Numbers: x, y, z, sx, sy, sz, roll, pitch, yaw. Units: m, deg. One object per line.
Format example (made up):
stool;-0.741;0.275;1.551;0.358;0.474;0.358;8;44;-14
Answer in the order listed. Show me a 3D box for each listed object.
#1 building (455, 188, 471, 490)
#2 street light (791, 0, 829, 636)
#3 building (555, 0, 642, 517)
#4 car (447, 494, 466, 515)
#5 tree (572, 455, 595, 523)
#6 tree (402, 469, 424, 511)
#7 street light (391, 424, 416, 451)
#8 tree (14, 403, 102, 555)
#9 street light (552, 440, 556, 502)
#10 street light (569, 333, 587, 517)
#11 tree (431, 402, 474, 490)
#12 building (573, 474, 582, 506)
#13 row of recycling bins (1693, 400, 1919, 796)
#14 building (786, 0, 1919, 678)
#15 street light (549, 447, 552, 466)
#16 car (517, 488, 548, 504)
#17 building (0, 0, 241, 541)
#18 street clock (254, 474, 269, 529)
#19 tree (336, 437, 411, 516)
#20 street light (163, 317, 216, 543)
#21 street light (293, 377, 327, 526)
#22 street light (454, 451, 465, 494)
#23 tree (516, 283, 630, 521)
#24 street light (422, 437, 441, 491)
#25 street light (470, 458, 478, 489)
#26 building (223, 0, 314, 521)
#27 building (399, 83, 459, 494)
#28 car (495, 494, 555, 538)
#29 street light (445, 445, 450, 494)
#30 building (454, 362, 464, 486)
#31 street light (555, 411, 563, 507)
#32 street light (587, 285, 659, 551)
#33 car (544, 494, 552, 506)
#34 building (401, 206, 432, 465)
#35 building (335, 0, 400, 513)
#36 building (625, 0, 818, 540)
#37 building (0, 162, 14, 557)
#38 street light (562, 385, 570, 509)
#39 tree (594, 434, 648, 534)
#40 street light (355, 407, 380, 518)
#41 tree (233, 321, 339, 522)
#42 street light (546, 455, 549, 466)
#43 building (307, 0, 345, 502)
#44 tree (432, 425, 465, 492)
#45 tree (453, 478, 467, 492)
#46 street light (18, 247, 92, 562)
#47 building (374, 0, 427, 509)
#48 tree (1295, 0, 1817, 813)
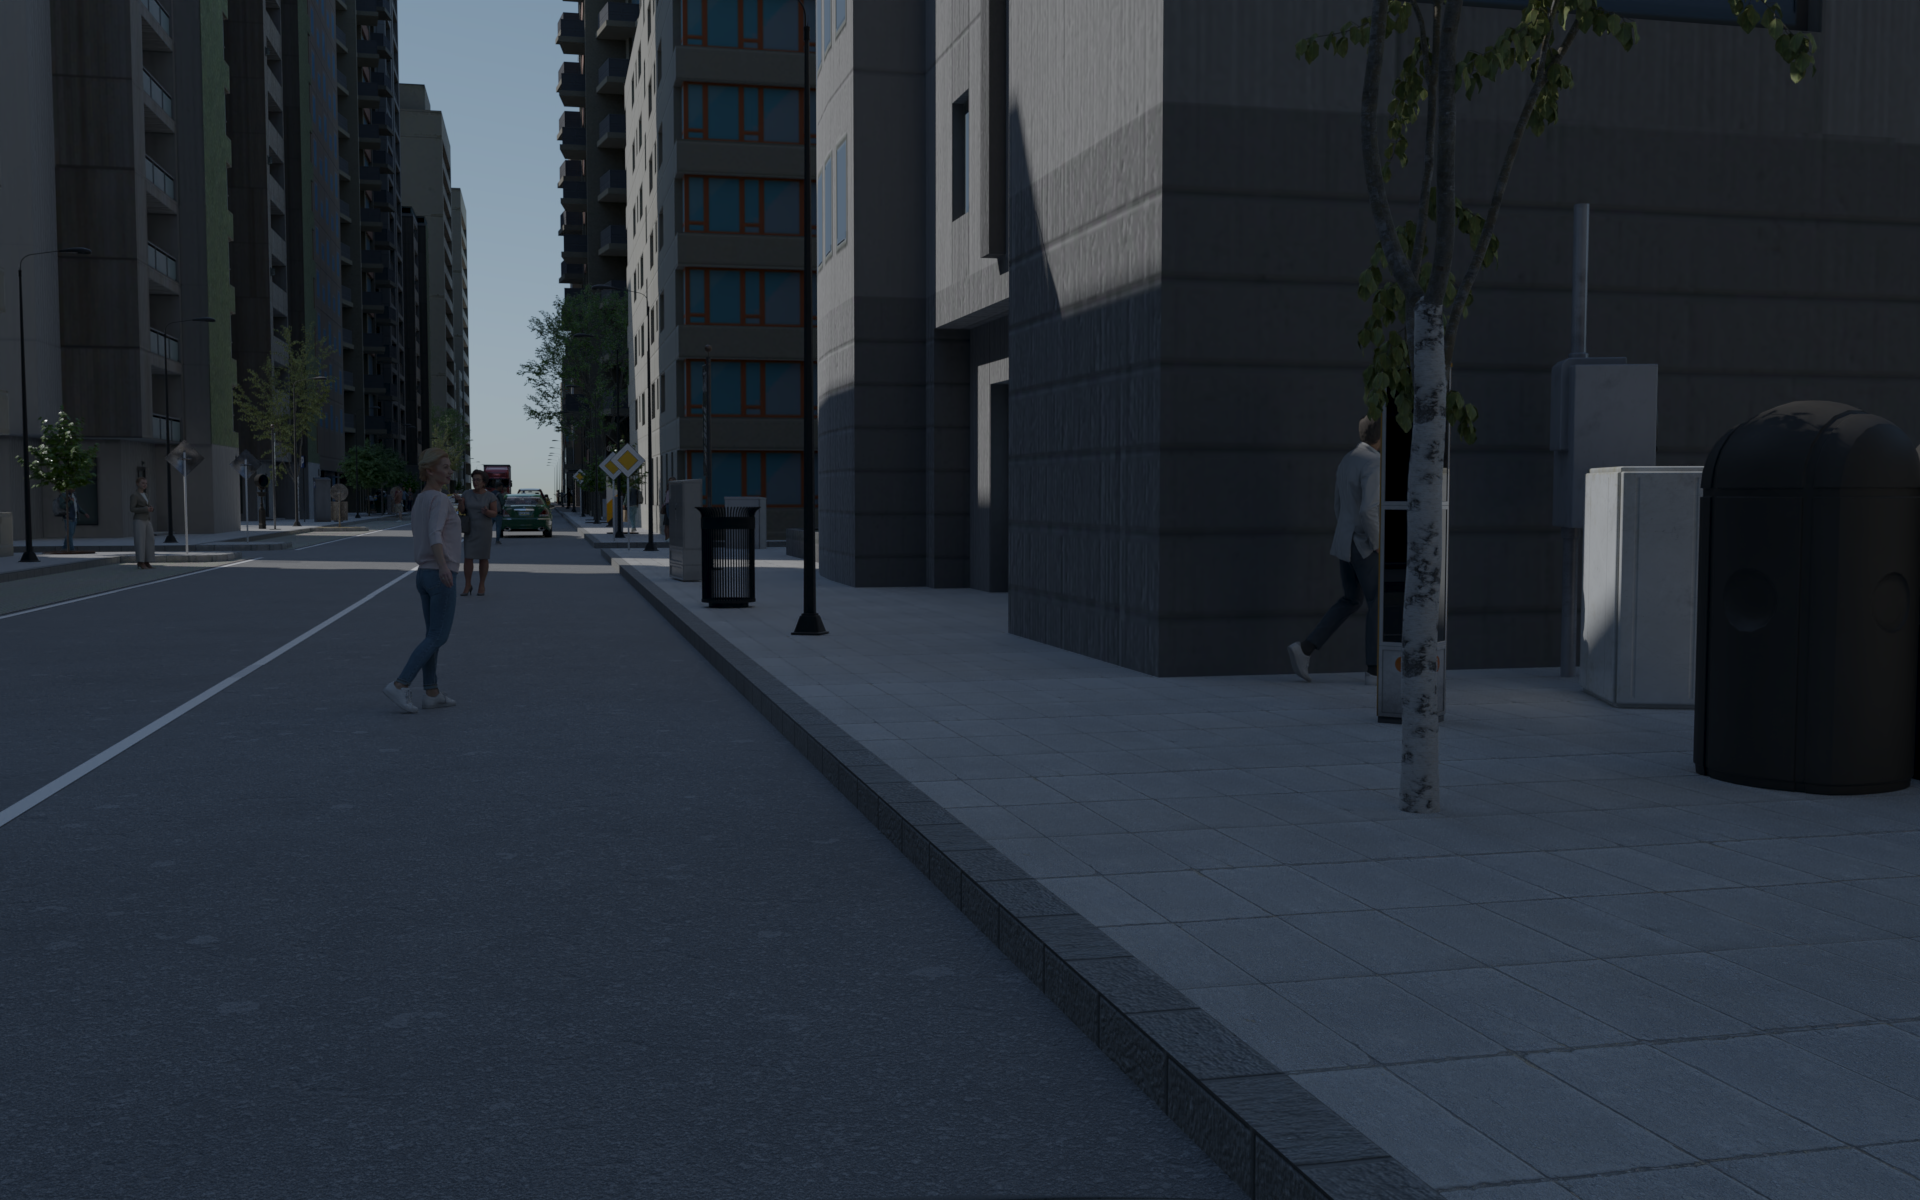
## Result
building;-84.275;-38.713;256.656;21.300;48.544;21.600;-1;4;-14
street light;-1.900;-2.631;15.550;1.470;5.913;1.316;-1;4;-14
building;-13.539;-27.685;107.276;22.147;44.769;28.867;-1;4;-14
car;-22.093;-4.050;76.441;2.015;1.641;3.980;-1;4;-14
tree;-16.027;-5.006;76.447;1.663;3.219;1.824;0;3;0
tree;-41.903;-8.403;131.993;1.663;3.219;1.824;0;3;0
street light;-38.053;-8.951;118.893;1.470;5.913;1.316;-1;4;-14
tree;-19.244;-2.593;37.001;1.663;3.219;1.824;0;3;0
street light;-28.660;-9.369;125.732;1.470;5.913;1.316;-1;4;-14
street light;-10.482;-4.758;50.342;1.470;5.913;1.316;-1;4;-14
tree;-57.810;-16.316;192.522;9.928;11.665;9.643;0;3;0
building;-31.022;-45.632;184.328;20.563;71.187;20.611;-1;4;-14
row of recycling bins;5.141;-0.045;7.844;3.534;1.692;1.069;0;4;-6
building;8.284;-29.624;26.360;21.231;58.520;28.212;-1;4;-14
street light;-34.260;-10.766;148.573;1.470;5.913;1.316;-1;4;-14
car;-27.761;-6.315;111.916;2.281;1.827;5.304;-1;4;-13
building;-30.455;-22.487;51.257;14.154;41.232;14.086;-1;4;-14
street clock;-25.580;-3.601;63.451;0.358;2.002;0.471;2;4;26
tree;-35.944;-7.582;107.687;4.285;4.588;4.351;0;3;0
street light;-20.249;-4.464;45.534;1.470;5.913;1.316;-1;4;-14
street light;-25.758;-5.877;68.625;1.470;5.913;1.316;-1;4;-14
street light;-54.828;-13.172;187.898;1.470;5.913;1.316;-1;4;-14
tree;-17.568;-9.688;84.162;9.928;11.665;9.643;0;3;0
street light;-43.444;-10.352;141.788;1.470;5.913;1.316;-1;4;-14
street light;-63.412;-15.353;223.567;1.470;5.913;1.316;-1;4;-14
building;-39.202;-19.034;82.912;14.160;30.474;14.107;-1;4;-14
building;-72.062;-35.663;206.786;21.300;48.544;21.600;-1;4;-14
car;-14.733;-2.852;58.429;2.131;1.459;4.920;-1;4;-15
street light;-49.136;-11.745;164.568;1.470;5.913;1.316;-1;4;-14
building;-81.616;-23.679;232.192;27.650;21.520;28.899;-1;4;-14
street light;-21.700;-7.607;96.912;1.470;5.913;1.316;-1;4;-14
street light;-7.485;-4.046;38.691;1.470;5.913;1.316;-1;4;-14
car;-42.750;-10.205;177.079;2.015;1.641;3.980;-1;4;-12
building;-60.057;-24.438;171.267;14.160;30.474;14.107;-1;4;-14
building;-54.051;-28.990;128.610;22.147;44.769;28.867;-1;4;-14
building;3.101;-13.379;63.779;28.899;21.520;27.650;-1;4;-14
building;-30.410;-10.606;18.448;28.899;21.520;27.650;-1;4;-14
street light;-16.079;-6.201;73.922;1.470;5.913;1.316;-1;4;-14
tree;-10.747;-3.742;55.788;1.663;3.219;1.824;0;3;0
street light;-31.475;-7.306;91.989;1.470;5.913;1.316;-1;4;-14
tree;-28.301;-7.516;73.252;4.737;8.622;4.395;0;3;0
street light;-39.941;-12.177;171.636;1.470;5.913;1.316;-1;4;-14
building;-45.297;-27.745;103.737;14.600;45.320;14.200;-1;4;-14
tree;-55.109;-14.323;184.546;4.737;8.622;4.395;0;3;0
tree;-60.213;-13.090;208.620;1.663;3.219;1.824;0;3;0
street light;-17.053;-3.677;32.663;1.470;5.913;1.316;-1;4;-14
building;-57.985;-43.670;152.259;20.563;71.187;20.611;-1;4;-14
tree;2.099;-3.453;6.816;4.737;8.622;4.395;0;3;0
